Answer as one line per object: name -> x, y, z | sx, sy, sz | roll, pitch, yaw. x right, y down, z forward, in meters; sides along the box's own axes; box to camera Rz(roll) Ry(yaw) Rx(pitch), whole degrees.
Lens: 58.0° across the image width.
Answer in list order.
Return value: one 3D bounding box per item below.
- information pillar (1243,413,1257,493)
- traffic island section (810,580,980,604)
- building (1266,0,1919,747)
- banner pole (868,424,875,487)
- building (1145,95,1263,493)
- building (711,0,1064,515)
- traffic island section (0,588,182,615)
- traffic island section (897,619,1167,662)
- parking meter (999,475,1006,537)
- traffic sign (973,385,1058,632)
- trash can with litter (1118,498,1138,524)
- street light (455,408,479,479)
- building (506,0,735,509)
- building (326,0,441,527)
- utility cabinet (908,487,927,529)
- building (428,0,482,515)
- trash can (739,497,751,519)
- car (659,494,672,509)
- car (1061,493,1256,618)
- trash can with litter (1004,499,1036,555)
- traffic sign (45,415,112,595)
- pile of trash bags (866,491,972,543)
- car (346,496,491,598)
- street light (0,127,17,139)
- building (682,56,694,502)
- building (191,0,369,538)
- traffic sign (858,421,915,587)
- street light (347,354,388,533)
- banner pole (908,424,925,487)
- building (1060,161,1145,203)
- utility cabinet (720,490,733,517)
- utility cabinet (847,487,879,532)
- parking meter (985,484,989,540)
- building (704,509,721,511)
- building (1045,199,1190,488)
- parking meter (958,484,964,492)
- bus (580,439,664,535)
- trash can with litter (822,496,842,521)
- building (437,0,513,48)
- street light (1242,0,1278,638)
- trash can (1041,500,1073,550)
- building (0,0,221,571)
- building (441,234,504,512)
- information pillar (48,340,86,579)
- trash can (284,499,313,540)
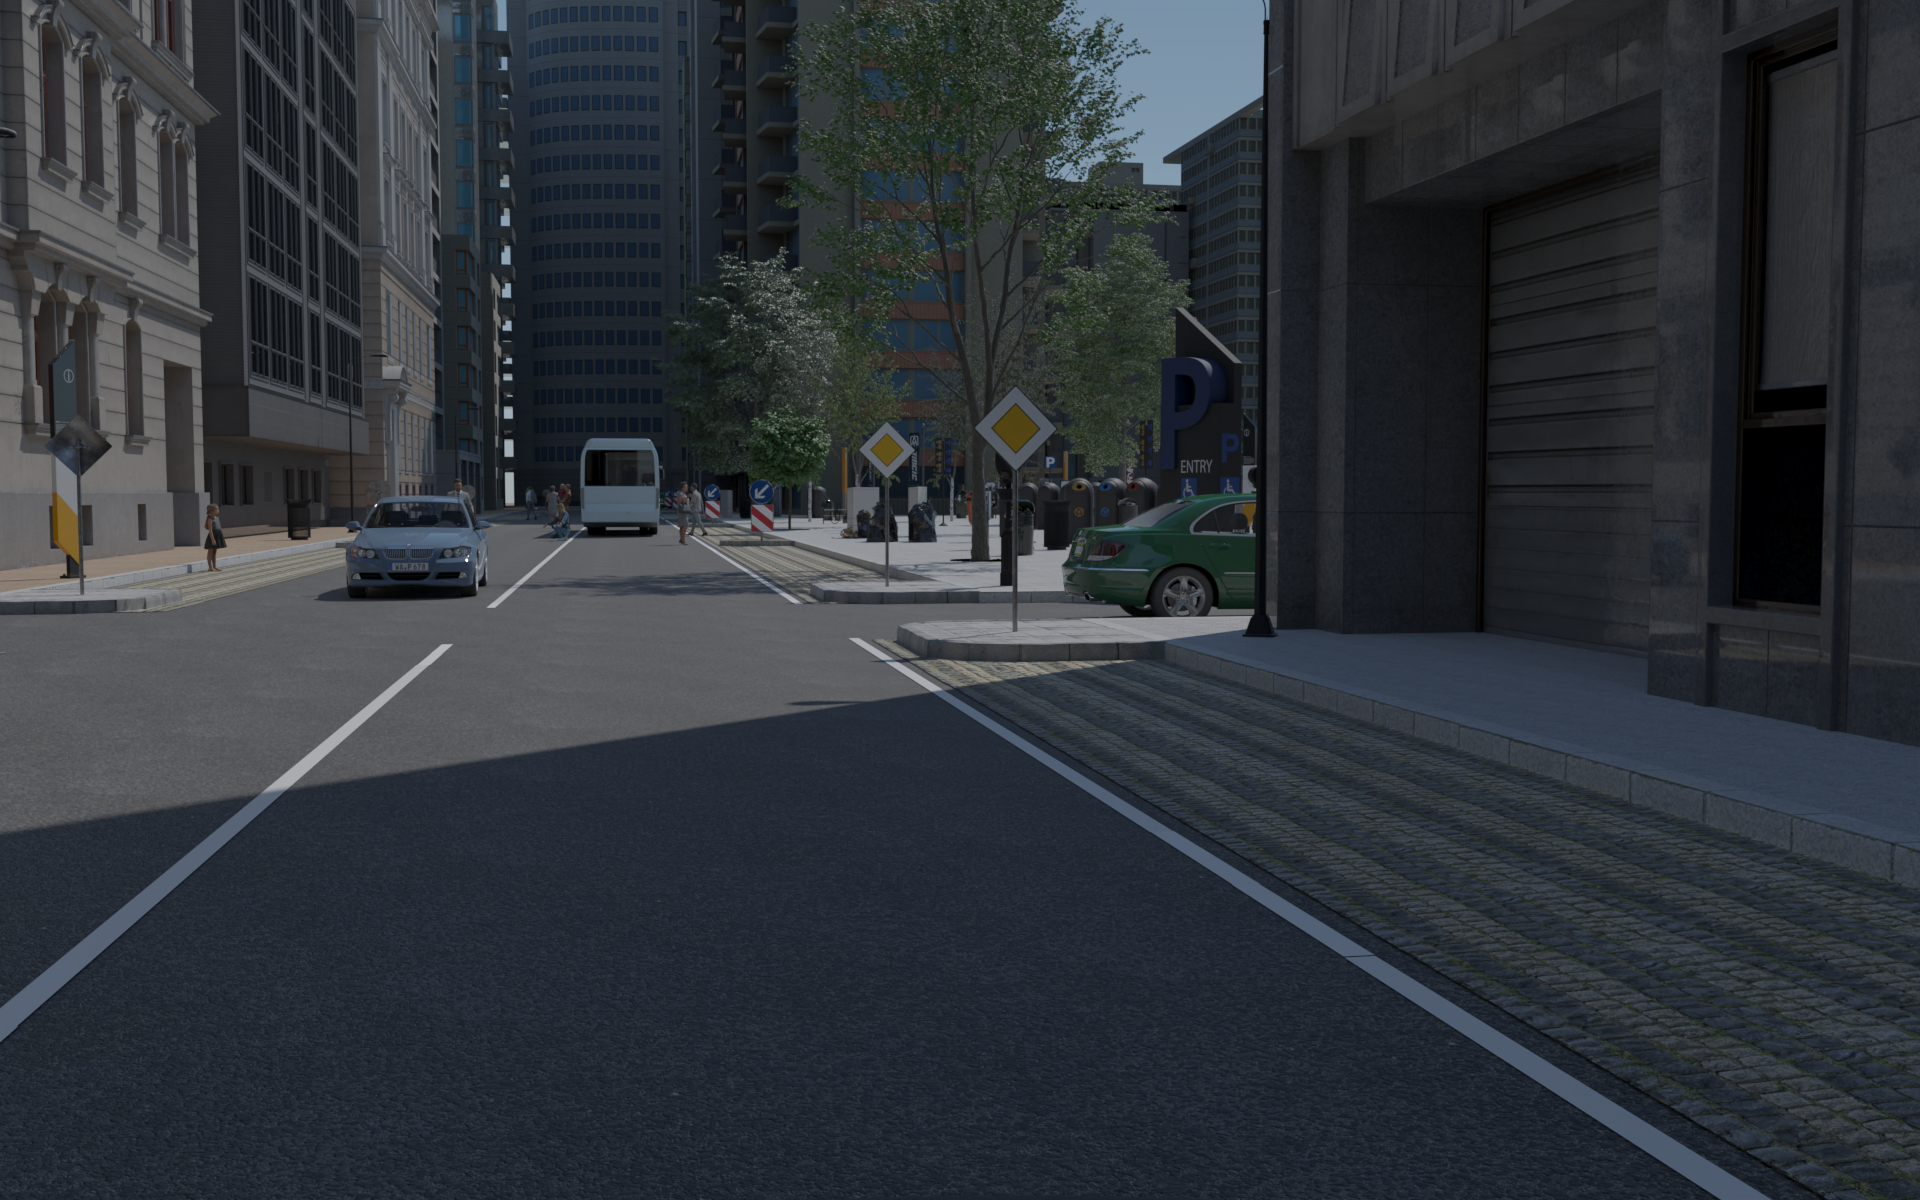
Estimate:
information pillar -> 8.391, -3.601, 50.235 | 0.183, 3.616, 0.504 | -3, 4, -36
traffic island section -> -0.989, -0.106, 24.007 | 2.009, 0.180, 2.903 | -1, 4, -11
building -> 10.706, -11.581, 7.373 | 12.078, 24.808, 19.932 | -1, 4, -11
banner pole -> -3.152, -4.391, 61.816 | 0.401, 3.779, 0.863 | -1, 4, -20
building -> 34.432, -29.126, 168.098 | 23.993, 40.220, 32.217 | -1, 4, -11
building -> -5.474, -28.375, 118.554 | 22.147, 44.769, 28.867 | -1, 4, -11
traffic island section -> -11.192, 0.015, 22.041 | 2.009, 0.180, 2.903 | -1, 4, -11
traffic island section -> 0.531, 0.374, 16.168 | 2.009, 0.180, 2.903 | -1, 4, -11
parking meter -> 1.359, -2.827, 51.938 | 0.255, 1.863, 0.399 | -1, 4, -21
traffic sign -> 0.510, -0.761, 16.086 | 0.795, 2.450, 0.064 | -1, 4, -11
trash can with litter -> 2.653, -1.184, 30.420 | 1.678, 1.210, 2.233 | 3, 4, 38
street light -> -26.487, -7.366, 92.969 | 1.470, 5.913, 1.316 | -1, 4, -11
building -> -34.544, -39.602, 189.484 | 28.212, 58.520, 21.231 | -1, 4, -11
building -> -30.583, -17.739, 75.940 | 13.634, 28.700, 20.117 | -1, 4, -11
utility cabinet -> -1.295, -2.681, 52.515 | 0.318, 1.500, 1.173 | 1, 4, 12
building -> -39.693, -40.602, 102.098 | 20.563, 71.187, 20.611 | -1, 4, -11
trash can -> -11.208, -4.822, 90.489 | 0.748, 1.137, 0.748 | 0, 3, 0
car -> -27.610, -9.273, 160.411 | 1.959, 1.807, 4.718 | -1, 4, -11
car -> 3.622, -0.486, 19.743 | 4.920, 1.459, 2.131 | -1, 4, -9
trash can with litter -> 1.284, -1.534, 36.464 | 0.624, 1.170, 1.055 | 0, 4, 7
traffic sign -> -11.170, -1.122, 21.983 | 0.795, 2.450, 0.064 | -1, 4, -11
pile of trash bags -> -0.897, -2.247, 46.485 | 3.447, 1.369, 1.912 | 1, 4, 15
car -> -7.947, -0.831, 25.585 | 2.014, 1.417, 4.499 | -1, 4, -13
street light -> -12.654, -3.026, 22.011 | 1.470, 5.913, 1.316 | -1, 4, -11
building -> -19.503, -29.557, 166.848 | 14.154, 41.232, 14.086 | -1, 4, -11
building -> -27.700, -15.938, 54.092 | 14.314, 27.812, 24.014 | -1, 4, -11
traffic sign -> -1.011, -1.241, 23.926 | 0.795, 2.450, 0.064 | -1, 4, -11
street light -> -19.596, -5.185, 57.321 | 1.470, 5.913, 1.316 | -1, 4, -11
banner pole -> -1.501, -4.389, 61.776 | 0.863, 3.779, 0.401 | 3, 4, 36
building -> 18.760, -31.403, 205.321 | 23.993, 40.220, 32.217 | -1, 4, -11
utility cabinet -> -12.753, -5.258, 94.654 | 0.318, 1.500, 1.173 | -2, 4, -26
utility cabinet -> -3.218, -2.983, 57.446 | 0.318, 1.500, 1.173 | 3, 5, 44
parking meter -> 0.481, -1.925, 39.881 | 0.372, 1.533, 0.369 | 0, 3, 0
building -> -12.080, -36.939, 145.946 | 21.231, 58.520, 28.212 | -1, 4, -11
building -> 14.072, -24.564, 173.329 | 14.107, 30.474, 14.160 | -1, 4, -11
parking meter -> 0.079, -5.731, 99.420 | 0.255, 1.863, 0.399 | 1, 4, 16
bus -> -12.419, -4.230, 64.017 | 2.948, 3.499, 13.247 | -1, 4, -10
trash can with litter -> -6.094, -4.383, 83.043 | 1.055, 1.170, 0.624 | 1, 4, 14
building -> -55.646, -32.721, 154.600 | 30.456, 49.044, 23.786 | -1, 4, -11
street light -> 2.178, -2.619, 15.369 | 1.470, 5.913, 1.316 | -1, 4, -11
trash can -> 2.230, -1.727, 39.890 | 0.748, 1.137, 0.748 | 0, 3, 0
building -> -22.812, -14.874, 30.586 | 14.401, 28.519, 23.554 | -1, 4, -11
building -> -48.985, -17.267, 127.347 | 27.650, 21.520, 28.899 | -1, 4, -11
information pillar -> -13.539, -2.132, 26.213 | 0.183, 3.616, 0.504 | 1, 4, 13
trash can -> -18.445, -2.243, 48.327 | 0.748, 1.137, 0.748 | 0, 3, 0
